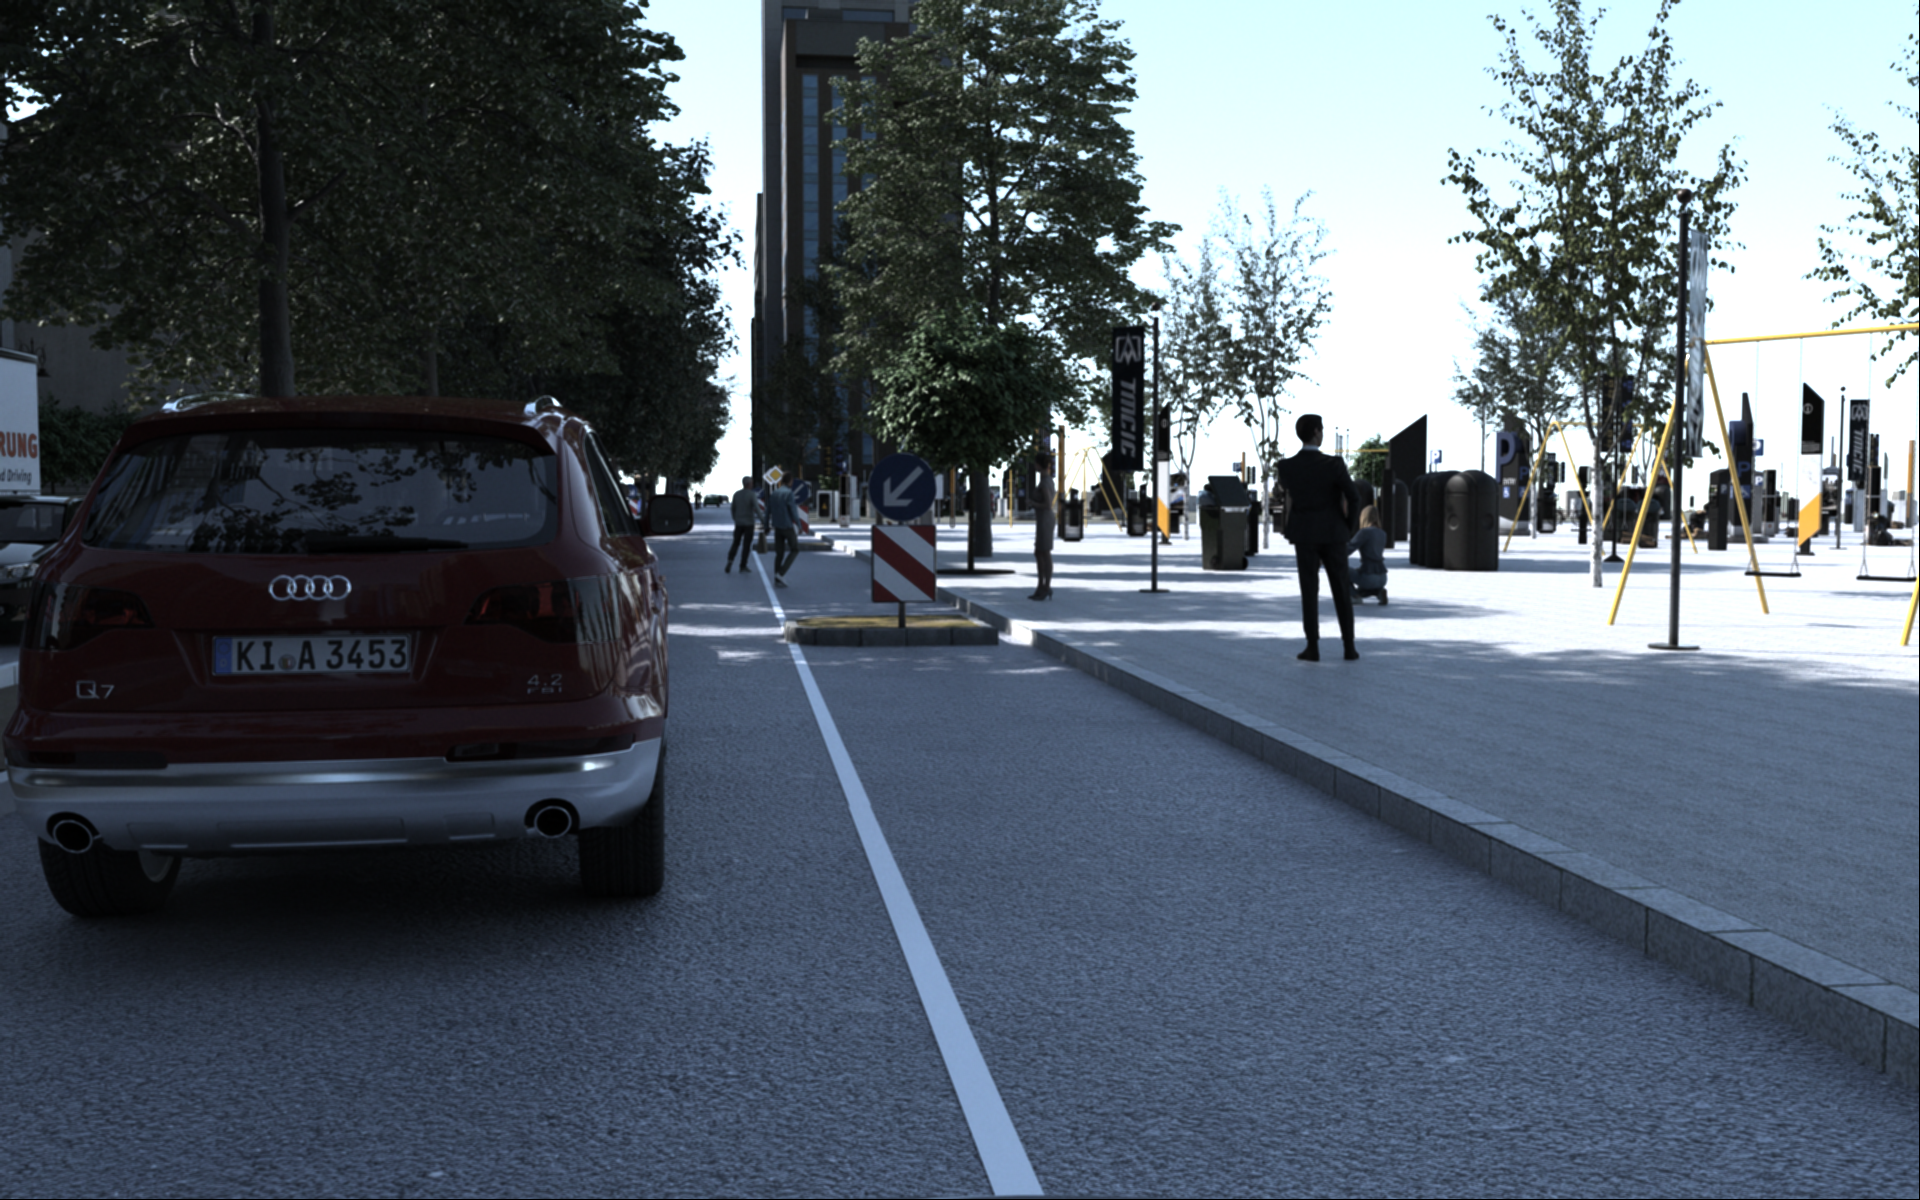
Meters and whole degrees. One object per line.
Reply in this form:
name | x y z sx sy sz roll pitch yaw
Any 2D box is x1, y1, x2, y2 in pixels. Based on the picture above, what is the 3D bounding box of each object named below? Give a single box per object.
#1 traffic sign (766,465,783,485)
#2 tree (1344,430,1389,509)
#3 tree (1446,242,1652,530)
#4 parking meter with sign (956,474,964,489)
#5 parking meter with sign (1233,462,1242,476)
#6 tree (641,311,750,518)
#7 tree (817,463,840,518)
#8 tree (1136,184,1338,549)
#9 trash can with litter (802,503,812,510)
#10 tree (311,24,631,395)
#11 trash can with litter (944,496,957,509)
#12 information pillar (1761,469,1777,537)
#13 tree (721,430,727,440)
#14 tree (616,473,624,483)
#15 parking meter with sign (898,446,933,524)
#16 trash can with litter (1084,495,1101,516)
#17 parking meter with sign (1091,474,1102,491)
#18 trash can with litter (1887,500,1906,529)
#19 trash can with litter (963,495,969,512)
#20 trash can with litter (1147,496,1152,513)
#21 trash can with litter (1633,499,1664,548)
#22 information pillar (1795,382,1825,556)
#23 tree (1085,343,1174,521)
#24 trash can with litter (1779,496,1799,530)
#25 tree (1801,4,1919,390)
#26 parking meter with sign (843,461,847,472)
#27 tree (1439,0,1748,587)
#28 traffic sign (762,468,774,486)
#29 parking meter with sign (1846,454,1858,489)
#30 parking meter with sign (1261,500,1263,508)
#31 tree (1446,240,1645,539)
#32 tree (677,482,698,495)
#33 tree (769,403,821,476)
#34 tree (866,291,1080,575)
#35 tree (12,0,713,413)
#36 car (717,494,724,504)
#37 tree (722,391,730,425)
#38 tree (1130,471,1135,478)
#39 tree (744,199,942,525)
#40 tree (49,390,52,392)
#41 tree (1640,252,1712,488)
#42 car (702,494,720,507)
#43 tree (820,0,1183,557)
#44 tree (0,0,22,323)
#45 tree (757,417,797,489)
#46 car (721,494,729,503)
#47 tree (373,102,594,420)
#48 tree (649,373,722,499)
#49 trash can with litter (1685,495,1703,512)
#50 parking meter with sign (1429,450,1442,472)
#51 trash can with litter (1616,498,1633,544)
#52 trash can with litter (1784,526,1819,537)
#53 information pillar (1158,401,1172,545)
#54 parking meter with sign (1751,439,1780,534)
traffic sign | -7.346 -4.101 69.246 0.795 2.593 0.064 0 4 -8
tree | 21.372 -6.402 88.394 4.285 4.588 4.351 0 3 0
tree | 21.207 -7.814 62.166 7.601 10.594 8.767 -1 4 -9
parking meter with sign | 0.070 -9.464 151.001 0.543 3.016 1.738 -1 4 -9
parking meter with sign | 14.743 -5.943 93.423 0.543 3.016 1.738 2 4 24
tree | -15.472 -10.484 84.237 12.009 13.543 11.850 0 3 0
tree | -7.086 -6.082 94.042 1.663 3.219 1.824 0 3 0
tree | 6.955 -5.506 40.386 4.360 8.622 3.978 0 3 0
trash can with litter | -12.430 -7.826 139.338 1.055 1.170 0.624 0 4 3
tree | -9.660 -7.338 39.442 9.611 12.733 9.660 0 3 0
trash can with litter | -0.618 -7.187 128.886 1.055 1.170 0.624 -1 4 -21
information pillar | 23.984 -2.865 51.343 0.304 2.012 0.304 1 4 9
tree | -20.004 -12.153 119.286 7.486 12.596 7.792 0 3 0
tree | -10.689 -5.734 46.564 4.360 8.622 3.978 0 3 0
parking meter with sign | -1.184 -3.147 47.722 0.543 3.016 1.738 -1 4 -20
trash can with litter | 7.586 -5.498 100.942 1.678 1.210 2.233 2 4 30
parking meter with sign | 11.553 -9.291 148.168 0.543 3.016 1.738 -3 5 -41
trash can with litter | 34.151 -3.186 63.473 0.624 1.170 1.055 -2 4 -25
trash can with litter | 0.452 -6.762 121.620 1.678 1.210 2.233 -3 4 -38
trash can with litter | 12.765 -6.309 114.537 1.055 1.170 0.624 1 4 11
trash can with litter | 16.470 -1.829 41.287 0.624 1.170 1.055 1 4 18
information pillar | 17.730 -2.736 36.085 0.183 3.616 0.504 -2 4 -27
tree | 8.106 -8.105 82.872 4.737 8.622 4.395 0 3 0
trash can with litter | 29.299 -3.094 61.650 2.233 1.210 1.678 0 4 4
tree | 14.884 -4.584 25.304 4.737 8.622 4.395 0 3 0
parking meter with sign | -6.000 -5.795 91.016 0.543 3.016 1.738 -1 4 -18
tree | 8.677 -4.471 23.466 4.737 8.622 4.395 0 3 0
traffic sign | -8.396 -4.585 77.162 0.795 2.593 0.064 0 4 -8
parking meter with sign | 38.712 -4.792 74.607 0.543 3.016 1.738 1 4 10
parking meter with sign | 22.154 -7.787 123.586 0.543 3.016 1.738 -2 4 -31
tree | 16.263 -6.062 49.479 4.360 8.622 3.978 0 3 0
tree | -24.242 -12.012 149.220 4.360 8.622 3.978 0 3 0
tree | -14.241 -11.952 145.770 4.360 8.622 3.978 0 3 0
tree | 0.216 -2.709 28.005 4.285 4.588 4.351 0 3 0
tree | -7.353 -6.319 23.907 7.486 12.596 7.792 0 3 0
car | -34.518 -14.418 245.526 2.009 1.686 4.222 0 4 -8
tree | -9.807 -10.512 106.283 7.601 10.594 8.767 0 4 3
tree | 6.316 -5.980 48.136 4.360 8.622 3.978 0 3 0
tree | -2.914 -7.410 55.560 7.601 10.594 8.767 0 4 -8
tree | -28.640 -4.338 54.639 4.285 4.588 4.351 0 3 0
tree | 20.796 -6.273 52.929 4.360 8.622 3.978 0 3 0
car | -27.804 -11.307 193.659 1.959 1.807 4.718 -1 4 -9
tree | 0.844 -7.163 35.245 7.486 12.596 7.792 0 3 0
tree | -6.530 -5.859 16.378 7.486 12.596 7.792 0 3 0
tree | -15.916 -12.369 152.590 4.737 8.622 4.395 0 3 0
car | -39.716 -17.018 290.599 2.083 1.381 4.827 -1 4 -9
tree | -8.562 -4.766 30.748 4.360 8.622 3.978 0 3 0
tree | -19.083 -10.697 111.773 8.767 10.594 7.601 0 4 -8
trash can with litter | 54.081 -7.110 127.298 2.233 1.210 1.678 -3 5 -42
parking meter with sign | 19.357 -4.408 68.332 1.738 3.016 0.543 -2 4 -31
trash can with litter | 17.240 -2.033 44.620 0.624 1.170 1.055 1 4 9
trash can with litter | 24.907 -2.437 51.235 0.624 1.170 1.055 -2 4 -30
information pillar | 5.156 -3.215 43.919 0.183 3.616 0.504 -3 4 -36
parking meter with sign | 25.705 -3.616 55.390 1.738 3.016 0.543 -3 5 -44
